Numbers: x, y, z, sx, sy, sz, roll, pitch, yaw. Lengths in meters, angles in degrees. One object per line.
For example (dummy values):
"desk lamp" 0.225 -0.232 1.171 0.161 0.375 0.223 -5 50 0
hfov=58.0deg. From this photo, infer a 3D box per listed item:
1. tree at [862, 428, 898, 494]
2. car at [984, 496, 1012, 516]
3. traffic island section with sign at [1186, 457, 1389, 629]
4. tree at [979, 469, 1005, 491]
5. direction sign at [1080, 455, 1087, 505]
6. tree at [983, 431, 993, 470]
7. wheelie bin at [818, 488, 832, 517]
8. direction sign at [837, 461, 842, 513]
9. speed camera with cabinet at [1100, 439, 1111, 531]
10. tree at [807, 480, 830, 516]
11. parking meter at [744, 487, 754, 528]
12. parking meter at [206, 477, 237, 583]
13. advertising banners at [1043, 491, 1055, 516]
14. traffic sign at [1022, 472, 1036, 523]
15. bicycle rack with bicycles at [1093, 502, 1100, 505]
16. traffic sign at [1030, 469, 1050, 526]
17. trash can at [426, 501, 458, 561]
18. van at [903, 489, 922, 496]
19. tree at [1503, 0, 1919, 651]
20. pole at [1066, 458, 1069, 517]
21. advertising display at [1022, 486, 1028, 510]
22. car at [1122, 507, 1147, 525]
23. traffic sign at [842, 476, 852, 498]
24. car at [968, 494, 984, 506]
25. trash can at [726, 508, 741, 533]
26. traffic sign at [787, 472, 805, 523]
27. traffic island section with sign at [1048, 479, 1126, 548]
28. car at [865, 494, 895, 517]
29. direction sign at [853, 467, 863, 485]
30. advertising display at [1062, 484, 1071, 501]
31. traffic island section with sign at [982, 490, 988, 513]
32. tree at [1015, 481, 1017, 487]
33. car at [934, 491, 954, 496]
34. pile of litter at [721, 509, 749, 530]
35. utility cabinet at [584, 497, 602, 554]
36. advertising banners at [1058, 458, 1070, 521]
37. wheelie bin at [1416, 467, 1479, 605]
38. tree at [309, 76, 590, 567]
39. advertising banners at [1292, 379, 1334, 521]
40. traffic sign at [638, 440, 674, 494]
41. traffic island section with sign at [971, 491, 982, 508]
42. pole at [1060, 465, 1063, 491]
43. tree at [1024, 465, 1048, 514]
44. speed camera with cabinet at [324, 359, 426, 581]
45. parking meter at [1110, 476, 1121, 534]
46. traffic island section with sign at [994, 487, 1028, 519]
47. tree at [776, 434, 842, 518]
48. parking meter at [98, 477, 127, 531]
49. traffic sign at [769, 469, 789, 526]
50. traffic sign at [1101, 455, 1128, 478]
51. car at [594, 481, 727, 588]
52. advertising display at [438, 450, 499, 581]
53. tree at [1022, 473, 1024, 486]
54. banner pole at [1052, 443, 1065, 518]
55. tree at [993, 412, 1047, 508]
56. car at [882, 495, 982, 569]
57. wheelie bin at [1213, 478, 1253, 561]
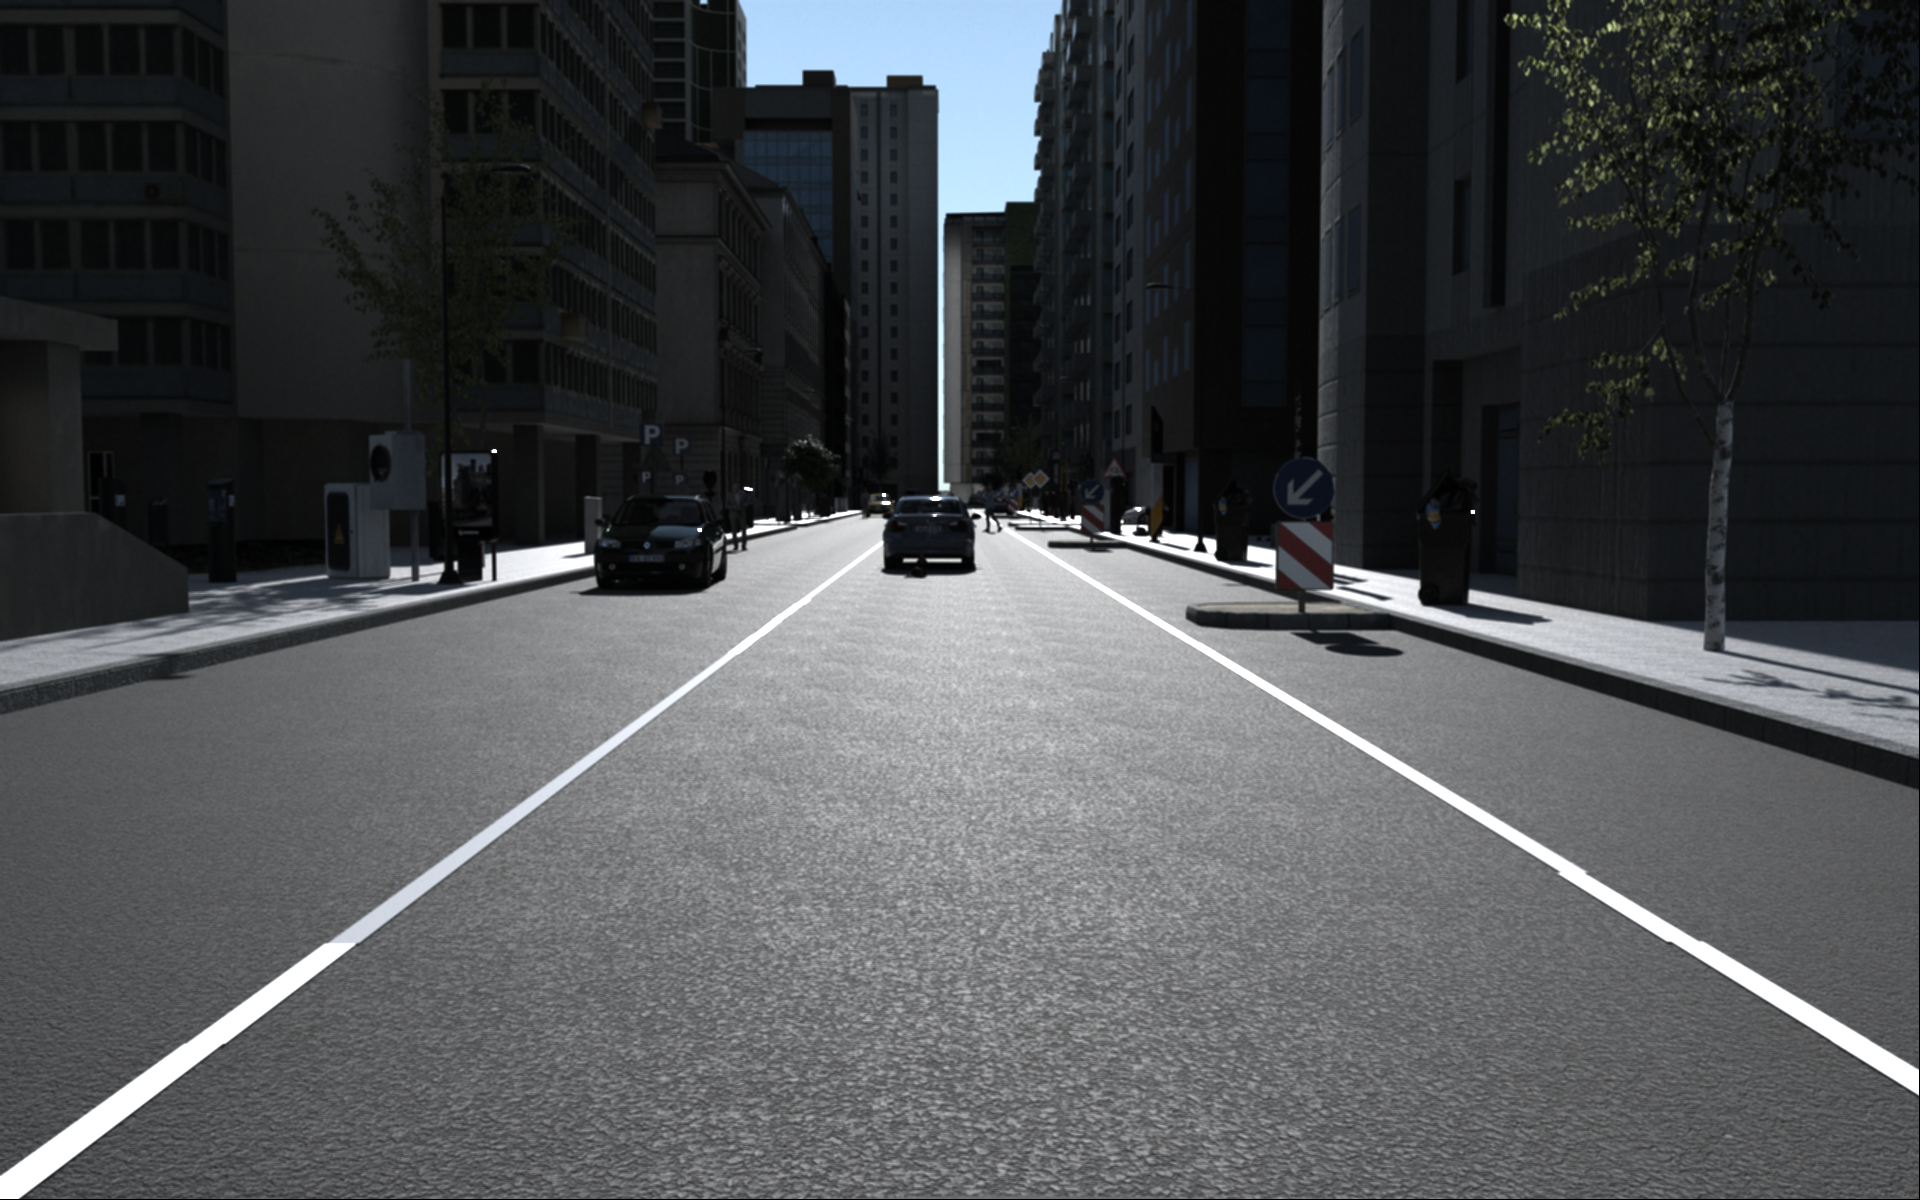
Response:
"tree" -9.132 -15.217 199.154 4.360 8.622 3.978 0 3 0
"car" 2.621 -6.394 117.126 1.945 1.354 3.894 0 4 -2
"traffic island section with sign" 3.590 -0.659 19.402 1.989 1.847 2.006 0 4 0
"tree" 4.112 -14.682 223.767 4.285 4.588 4.351 0 3 0
"direction sign" 7.272 -6.680 101.219 0.379 3.537 0.876 -2 4 -32
"tree" 4.428 -14.379 185.456 4.737 8.622 4.395 0 3 0
"wheelie bin" -7.616 -5.479 97.496 0.693 1.594 0.980 -1 4 -17
"direction sign" -8.173 -7.682 117.597 0.379 3.537 0.876 1 4 12
"speed camera with cabinet" 5.275 -4.099 61.356 0.660 3.252 2.038 0 4 6
"tree" -8.173 -6.414 99.468 1.663 3.219 1.824 0 3 0
"parking meter" -7.975 -3.483 65.355 0.372 1.533 0.369 0 3 0
"parking meter" -10.729 -1.024 25.159 0.372 1.533 0.369 0 3 0
"advertising banners" 5.354 -6.351 100.031 0.090 3.025 2.074 2 4 32
"traffic sign" 3.147 -4.503 77.270 0.795 2.450 0.064 0 4 0
"bicycle rack with bicycles" 9.477 -6.034 112.038 2.852 0.926 2.925 1 4 23
"traffic sign" 3.205 -4.015 69.286 0.795 2.450 0.064 0 4 0
"trash can" -9.903 -1.325 33.312 0.748 1.137 0.748 0 3 0
"van" -5.732 -12.627 210.841 2.240 2.365 5.245 0 4 -1
"tree" 6.320 -3.901 14.147 4.360 8.622 3.978 0 3 0
"pole" 6.103 -6.388 98.290 0.158 3.312 0.155 0 3 0
"advertising display" 4.932 -7.951 135.205 0.974 1.923 0.123 -3 5 -43
"car" 9.394 -3.805 74.575 4.827 1.381 2.083 0 4 0
"traffic sign" -8.070 -7.550 123.554 0.768 2.556 0.104 0 4 4
"car" 1.972 -12.660 215.787 1.959 1.807 4.718 0 4 -2
"trash can" -7.565 -2.830 57.927 0.748 1.137 0.748 0 3 0
"traffic sign" -7.297 -4.500 77.216 0.795 2.450 0.064 0 4 0
"traffic island section with sign" 3.391 -2.329 46.711 1.989 1.847 2.006 0 4 0
"car" -5.094 -6.064 109.377 2.015 1.641 3.980 0 4 0
"direction sign" -8.607 -9.456 146.607 0.876 3.537 0.379 -1 4 -13
"advertising display" 6.872 -6.451 110.684 0.123 1.923 0.974 -3 4 -37
"traffic island section with sign" 2.807 -7.371 129.137 1.989 1.847 2.006 0 4 0
"tree" 5.353 -9.024 142.142 1.663 3.219 1.824 0 3 0
"car" -1.804 -11.635 198.912 2.281 1.827 5.304 0 4 -2
"pile of litter" -8.191 -2.973 62.571 1.176 0.858 1.719 1 4 8
"utility cabinet" -7.944 -1.615 37.572 0.306 1.237 1.020 0 4 -6
"advertising banners" 5.067 -5.341 83.517 0.090 3.025 2.074 1 4 16
"wheelie bin" 5.695 -0.755 20.245 0.693 1.594 0.980 1 4 18
"tree" -8.645 -4.876 30.092 4.737 8.622 4.395 0 3 0
"advertising banners" 5.554 -1.903 27.303 0.090 3.025 2.074 2 4 29
"traffic sign" -7.352 -2.559 41.836 0.884 2.594 0.081 0 4 5
"traffic island section with sign" 2.446 -10.456 179.581 1.989 1.847 2.006 0 4 0
"pole" 7.087 -7.767 120.828 0.158 3.312 0.155 0 3 0
"tree" 5.329 -7.266 113.405 1.663 3.219 1.824 0 3 0
"speed camera with cabinet" -8.765 -1.929 25.875 2.038 3.252 0.660 3 5 43
"parking meter" 5.020 -3.066 55.845 0.255 1.863 0.399 -1 4 -17
"traffic island section with sign" 3.001 -5.722 102.182 1.989 1.847 2.006 0 4 0
"tree" -8.075 -6.611 91.808 4.285 4.588 4.351 0 3 0
"parking meter" -12.650 -1.069 25.884 0.372 1.533 0.369 0 3 0
"traffic sign" -7.239 -4.012 69.231 0.795 2.450 0.064 0 4 0
"traffic sign" 5.116 -3.515 57.478 0.884 2.594 0.081 0 4 0
"car" -4.725 -1.093 27.653 2.009 1.686 4.222 0 4 -2
"advertising display" -7.289 -1.254 25.715 0.974 1.923 0.123 1 4 20
"tree" 5.816 -8.716 137.115 1.663 3.219 1.824 0 3 0
"banner pole" 4.898 -5.849 85.650 0.863 3.779 0.401 2 4 29
"tree" 5.835 -12.547 155.507 4.737 8.622 4.395 0 3 0
"car" -0.579 -1.381 34.579 2.014 1.417 4.499 0 4 1
"wheelie bin" 5.281 -1.563 33.463 0.693 1.594 0.980 1 4 19
